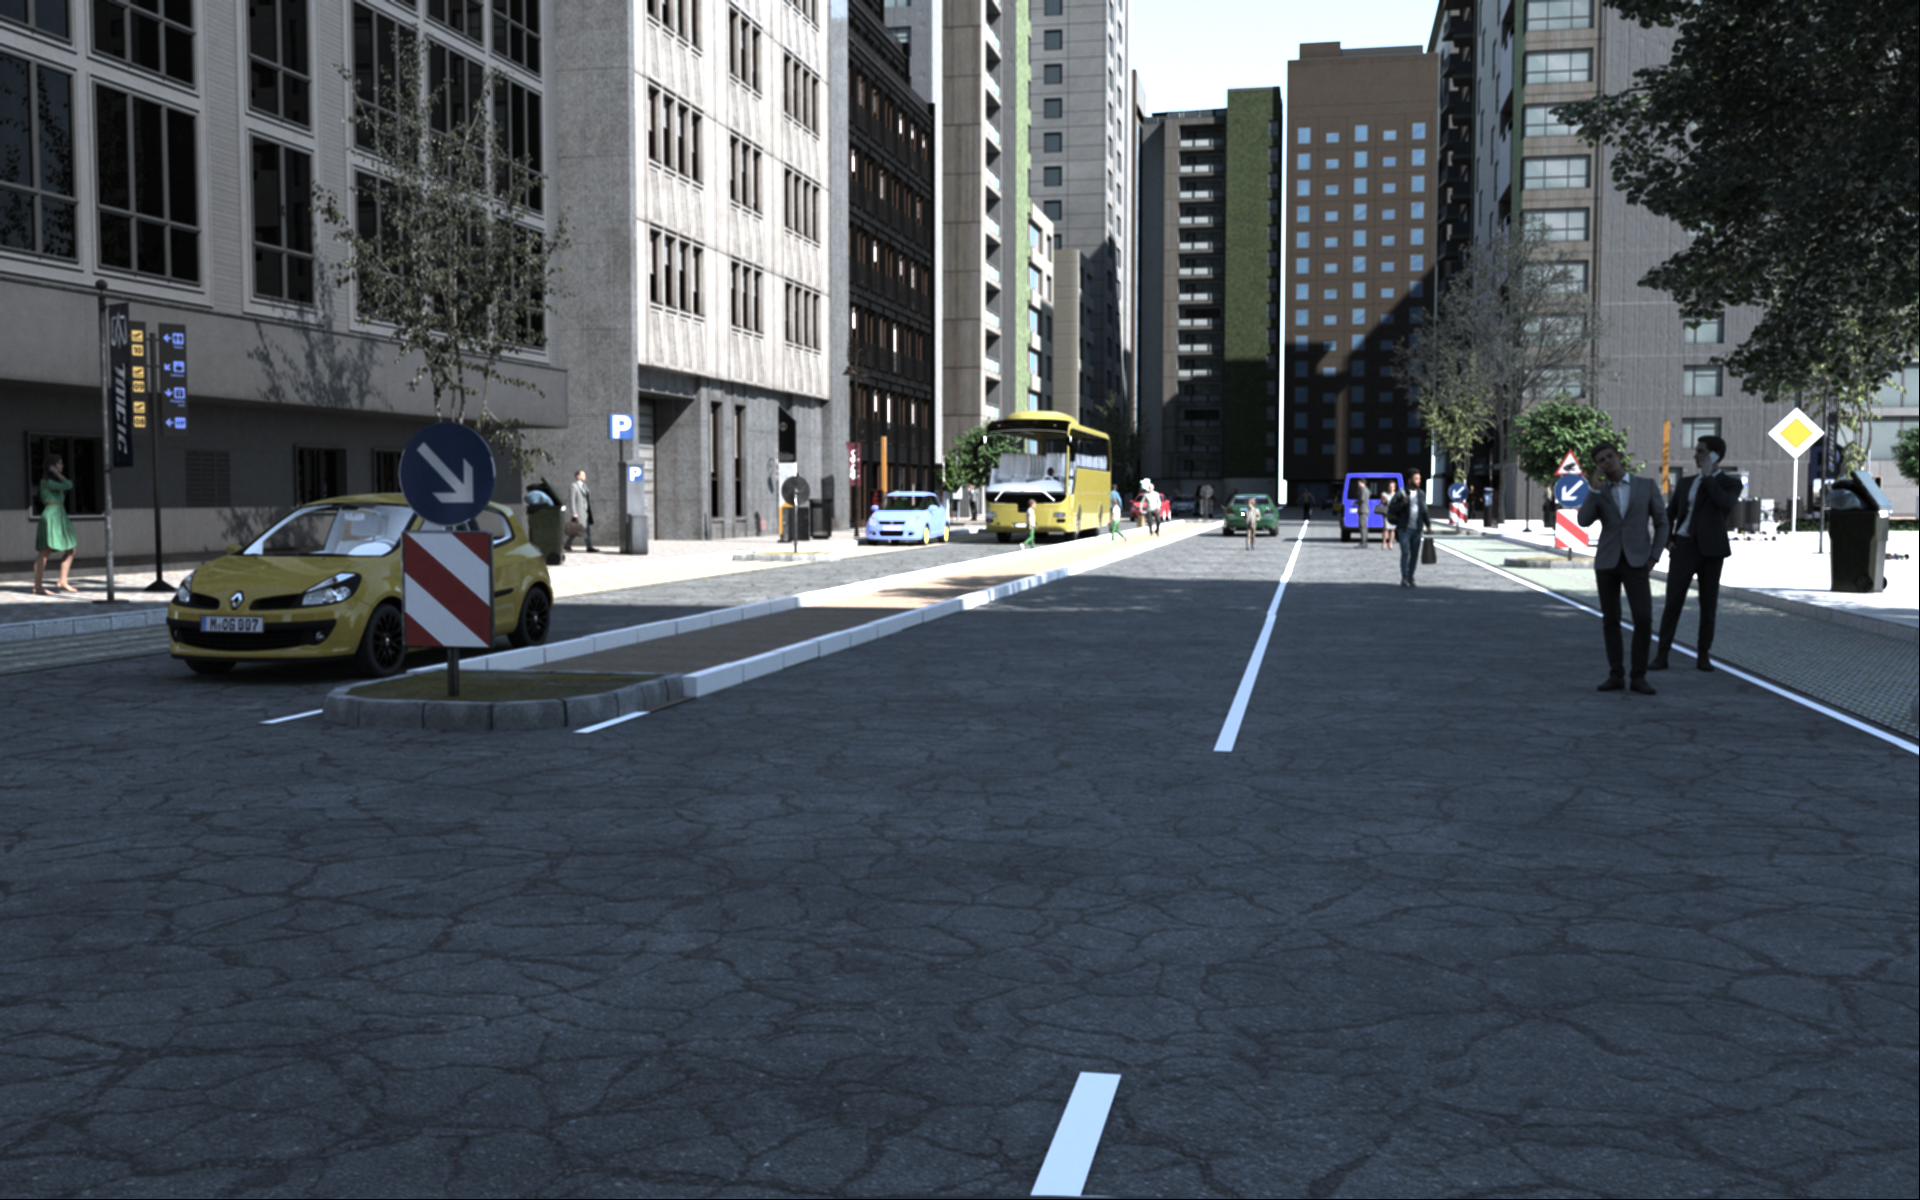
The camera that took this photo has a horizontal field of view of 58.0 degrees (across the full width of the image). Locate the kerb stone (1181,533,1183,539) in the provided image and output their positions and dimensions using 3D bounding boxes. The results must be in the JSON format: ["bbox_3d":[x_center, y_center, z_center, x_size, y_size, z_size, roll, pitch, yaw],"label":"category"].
[{"bbox_3d":[6.881,-1.995,54.815,0.120,0.150,1.000,1,4,12],"label":"kerb stone"}]

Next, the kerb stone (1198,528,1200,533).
[{"bbox_3d":[8.529,-2.481,62.837,0.120,0.150,1.000,1,4,12],"label":"kerb stone"}]

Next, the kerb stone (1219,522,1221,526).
[{"bbox_3d":[11.221,-3.280,75.877,0.120,0.150,1.000,1,4,12],"label":"kerb stone"}]

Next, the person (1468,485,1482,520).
[{"bbox_3d":[25.485,-4.865,86.409,1.217,1.723,0.721,3,5,43],"label":"person"}]

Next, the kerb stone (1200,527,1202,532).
[{"bbox_3d":[8.743,-2.544,63.841,0.120,0.150,1.000,1,4,12],"label":"kerb stone"}]

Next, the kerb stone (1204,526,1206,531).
[{"bbox_3d":[9.155,-2.669,65.848,0.120,0.150,1.000,1,4,12],"label":"kerb stone"}]

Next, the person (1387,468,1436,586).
[{"bbox_3d":[6.979,-1.111,26.644,0.794,1.824,0.713,0,4,3],"label":"person"}]

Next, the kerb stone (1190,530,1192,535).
[{"bbox_3d":[7.709,-2.240,58.824,0.120,0.150,1.000,1,4,12],"label":"kerb stone"}]

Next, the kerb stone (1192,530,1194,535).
[{"bbox_3d":[7.915,-2.302,59.826,0.120,0.150,1.000,1,4,12],"label":"kerb stone"}]

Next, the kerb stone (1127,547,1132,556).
[{"bbox_3d":[3.783,-1.075,39.771,0.120,0.150,1.000,1,4,12],"label":"kerb stone"}]

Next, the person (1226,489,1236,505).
[{"bbox_3d":[16.365,-5.808,104.008,0.434,1.755,0.990,-3,5,-41],"label":"person"}]

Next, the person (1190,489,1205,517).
[{"bbox_3d":[14.717,-5.970,106.837,1.217,1.735,0.721,2,4,29],"label":"person"}]

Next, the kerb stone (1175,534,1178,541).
[{"bbox_3d":[6.467,-1.870,52.812,0.120,0.150,1.000,1,4,12],"label":"kerb stone"}]

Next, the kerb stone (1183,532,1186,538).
[{"bbox_3d":[7.089,-2.057,55.821,0.120,0.150,1.000,1,4,12],"label":"kerb stone"}]

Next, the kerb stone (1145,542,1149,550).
[{"bbox_3d":[4.601,-1.320,43.781,0.120,0.150,1.000,1,4,12],"label":"kerb stone"}]

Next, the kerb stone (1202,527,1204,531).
[{"bbox_3d":[8.951,-2.608,64.847,0.120,0.150,1.000,1,4,12],"label":"kerb stone"}]

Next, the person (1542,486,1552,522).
[{"bbox_3d":[23.692,-3.876,69.966,0.362,1.759,0.519,2,4,33],"label":"person"}]

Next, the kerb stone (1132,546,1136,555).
[{"bbox_3d":[3.983,-1.136,40.774,0.120,0.150,1.000,1,4,12],"label":"kerb stone"}]

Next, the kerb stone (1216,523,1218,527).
[{"bbox_3d":[10.805,-3.157,73.874,0.120,0.150,1.000,1,4,12],"label":"kerb stone"}]

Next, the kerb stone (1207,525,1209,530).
[{"bbox_3d":[9.568,-2.792,67.851,0.120,0.150,1.000,1,4,12],"label":"kerb stone"}]

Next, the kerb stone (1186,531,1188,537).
[{"bbox_3d":[7.292,-2.115,56.823,0.120,0.150,1.000,1,4,12],"label":"kerb stone"}]

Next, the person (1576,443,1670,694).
[{"bbox_3d":[4.819,-0.239,12.589,0.592,1.802,0.473,3,5,44],"label":"person"}]

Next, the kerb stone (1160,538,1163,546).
[{"bbox_3d":[5.435,-1.566,47.799,0.120,0.150,1.000,1,4,12],"label":"kerb stone"}]

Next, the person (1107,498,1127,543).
[{"bbox_3d":[4.587,-2.312,50.554,0.590,1.304,0.306,0,4,6],"label":"person"}]

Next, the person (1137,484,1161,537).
[{"bbox_3d":[6.240,-2.948,57.185,0.782,1.767,0.515,0,4,1],"label":"person"}]

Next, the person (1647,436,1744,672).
[{"bbox_3d":[5.970,-0.378,14.039,0.648,1.900,0.474,2,4,35],"label":"person"}]

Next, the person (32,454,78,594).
[{"bbox_3d":[-11.630,-0.974,22.214,0.529,1.795,0.600,-2,4,-25],"label":"person"}]

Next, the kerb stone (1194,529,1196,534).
[{"bbox_3d":[8.120,-2.357,60.833,0.120,0.150,1.000,1,4,12],"label":"kerb stone"}]

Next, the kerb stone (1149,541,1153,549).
[{"bbox_3d":[4.807,-1.378,44.784,0.120,0.150,1.000,1,4,12],"label":"kerb stone"}]

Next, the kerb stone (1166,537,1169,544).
[{"bbox_3d":[5.847,-1.686,49.805,0.120,0.150,1.000,1,4,12],"label":"kerb stone"}]

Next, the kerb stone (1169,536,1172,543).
[{"bbox_3d":[6.056,-1.750,50.806,0.120,0.150,1.000,1,4,12],"label":"kerb stone"}]

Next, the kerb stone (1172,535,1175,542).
[{"bbox_3d":[6.259,-1.809,51.811,0.120,0.150,1.000,1,4,12],"label":"kerb stone"}]

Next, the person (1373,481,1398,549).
[{"bbox_3d":[11.082,-2.205,44.903,0.716,1.782,0.532,0,4,0],"label":"person"}]

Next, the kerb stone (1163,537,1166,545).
[{"bbox_3d":[5.644,-1.627,48.803,0.120,0.150,1.000,1,4,12],"label":"kerb stone"}]

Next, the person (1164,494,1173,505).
[{"bbox_3d":[15.033,-6.893,124.427,0.697,1.427,0.421,1,4,11],"label":"person"}]

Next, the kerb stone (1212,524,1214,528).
[{"bbox_3d":[10.185,-2.977,70.862,0.120,0.150,1.000,1,4,12],"label":"kerb stone"}]

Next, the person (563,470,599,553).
[{"bbox_3d":[-8.290,-1.942,37.892,0.767,1.812,0.694,1,4,16],"label":"person"}]

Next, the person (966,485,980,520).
[{"bbox_3d":[0.643,-4.810,84.871,0.592,1.802,0.473,3,5,39],"label":"person"}]

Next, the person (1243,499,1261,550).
[{"bbox_3d":[7.494,-1.939,44.467,0.475,1.303,0.640,1,4,12],"label":"person"}]

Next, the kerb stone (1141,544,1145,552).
[{"bbox_3d":[4.400,-1.259,42.778,0.120,0.150,1.000,1,4,12],"label":"kerb stone"}]

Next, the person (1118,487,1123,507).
[{"bbox_3d":[12.591,-8.123,138.486,0.705,1.869,1.348,-2,4,-27],"label":"person"}]

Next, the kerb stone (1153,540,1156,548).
[{"bbox_3d":[5.020,-1.443,45.790,0.120,0.150,1.000,1,4,12],"label":"kerb stone"}]

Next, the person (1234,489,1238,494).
[{"bbox_3d":[17.706,-6.294,111.935,0.721,1.766,1.217,1,4,23],"label":"person"}]

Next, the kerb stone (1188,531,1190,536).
[{"bbox_3d":[7.504,-2.179,57.823,0.120,0.150,1.000,1,4,12],"label":"kerb stone"}]

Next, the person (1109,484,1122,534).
[{"bbox_3d":[5.543,-3.296,62.732,0.601,1.785,0.444,1,4,22],"label":"person"}]

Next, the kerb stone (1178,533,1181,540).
[{"bbox_3d":[6.675,-1.930,53.813,0.120,0.150,1.000,1,4,12],"label":"kerb stone"}]

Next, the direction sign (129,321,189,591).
[{"bbox_3d":[-10.643,-1.892,22.924,0.379,3.537,0.876,3,5,40],"label":"direction sign"}]

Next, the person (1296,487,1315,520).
[{"bbox_3d":[19.190,-5.349,95.961,0.705,1.823,1.348,-3,4,-38],"label":"person"}]

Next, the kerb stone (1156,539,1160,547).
[{"bbox_3d":[5.220,-1.505,46.800,0.120,0.150,1.000,1,4,12],"label":"kerb stone"}]

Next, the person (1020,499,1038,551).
[{"bbox_3d":[1.718,-1.847,42.951,0.590,1.304,0.306,-2,4,-31],"label":"person"}]

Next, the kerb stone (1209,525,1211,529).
[{"bbox_3d":[9.772,-2.854,68.853,0.120,0.150,1.000,1,4,12],"label":"kerb stone"}]

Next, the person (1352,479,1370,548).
[{"bbox_3d":[10.691,-2.320,46.242,0.447,1.846,0.655,2,4,25],"label":"person"}]

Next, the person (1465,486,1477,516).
[{"bbox_3d":[28.112,-5.464,96.167,1.217,1.735,0.721,3,4,38],"label":"person"}]

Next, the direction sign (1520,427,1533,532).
[{"bbox_3d":[18.999,-4.031,57.903,0.876,3.537,0.379,-2,4,-35],"label":"direction sign"}]

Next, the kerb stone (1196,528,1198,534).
[{"bbox_3d":[8.327,-2.424,61.834,0.120,0.150,1.000,1,4,12],"label":"kerb stone"}]

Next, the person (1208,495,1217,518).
[{"bbox_3d":[15.065,-5.770,103.367,0.721,1.766,1.217,2,4,33],"label":"person"}]

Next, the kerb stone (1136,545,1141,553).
[{"bbox_3d":[4.195,-1.198,41.777,0.120,0.150,1.000,1,4,12],"label":"kerb stone"}]
